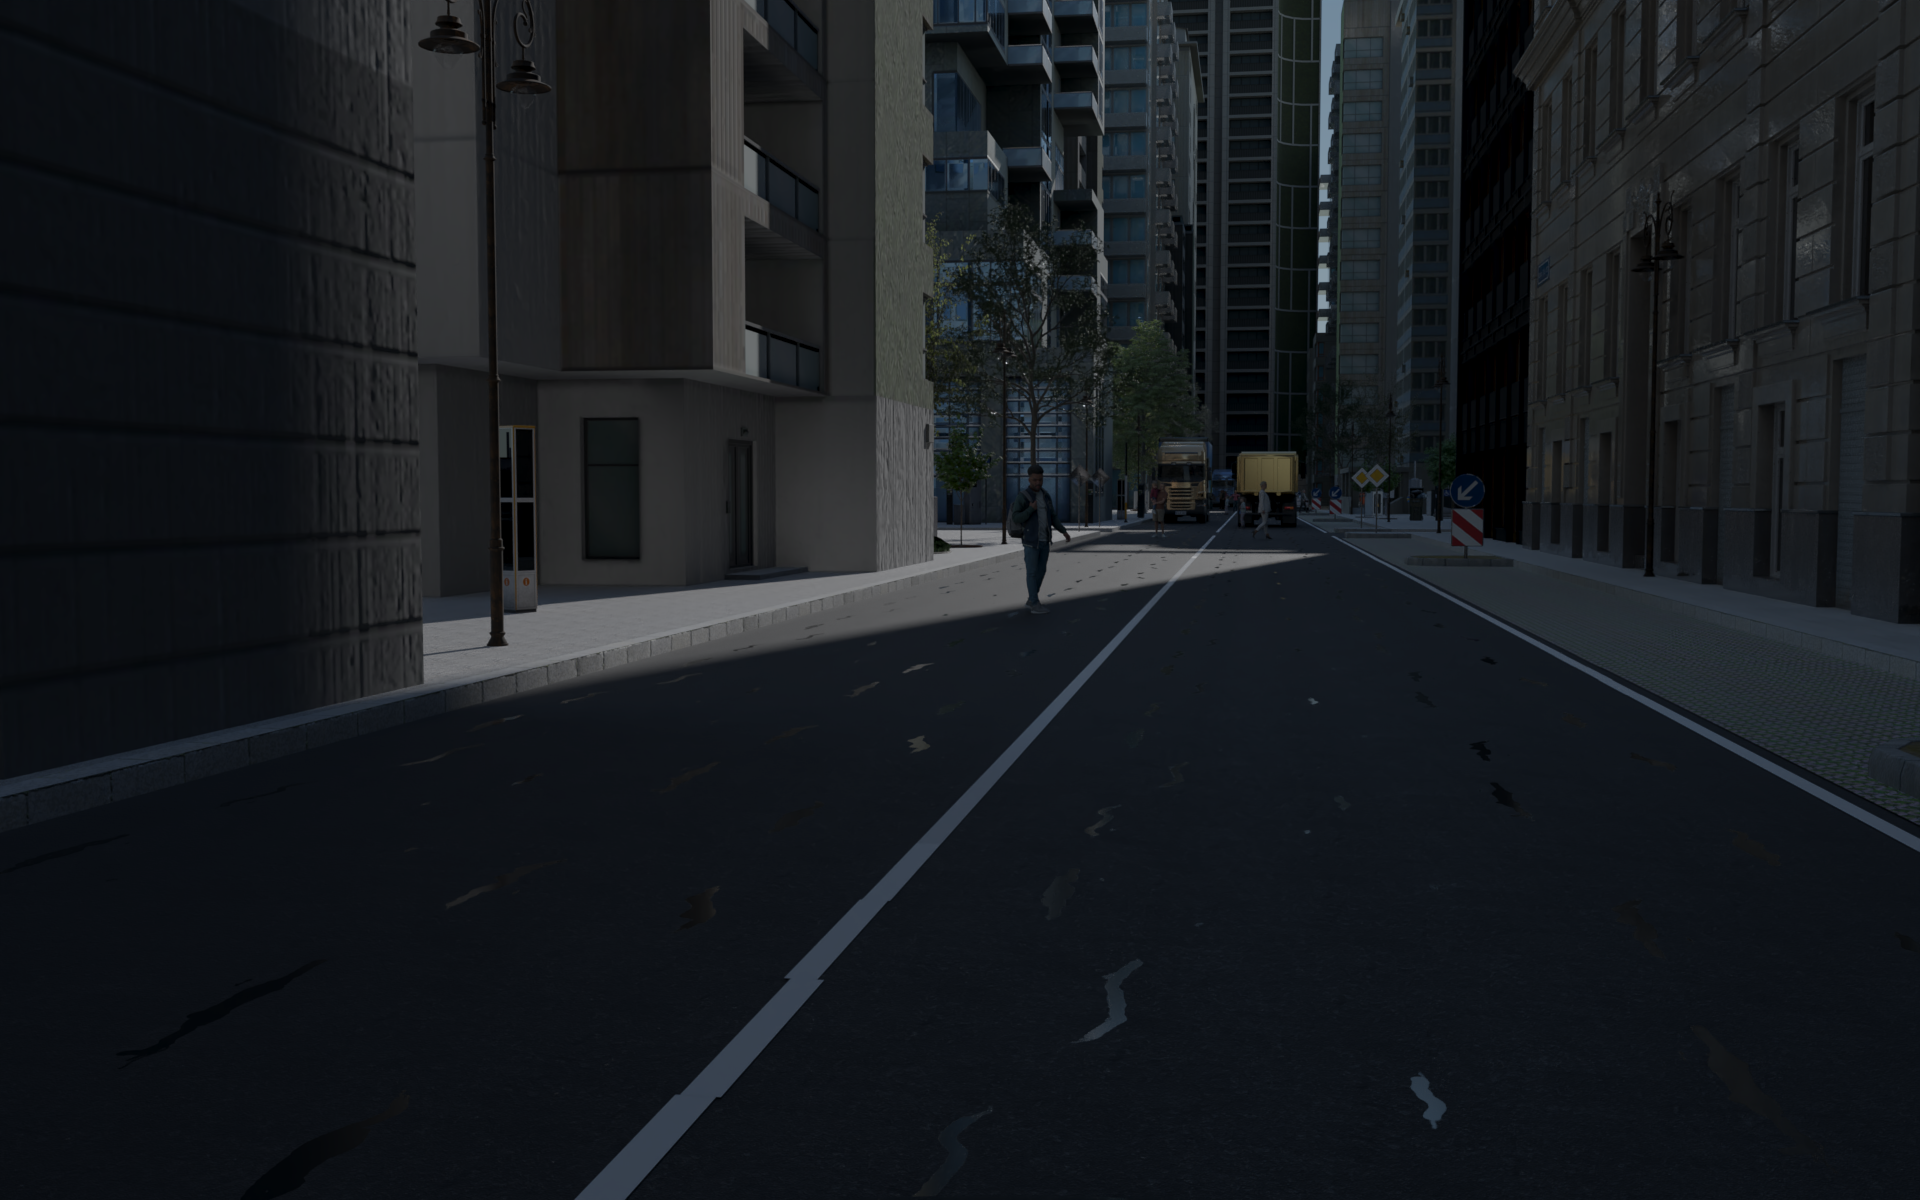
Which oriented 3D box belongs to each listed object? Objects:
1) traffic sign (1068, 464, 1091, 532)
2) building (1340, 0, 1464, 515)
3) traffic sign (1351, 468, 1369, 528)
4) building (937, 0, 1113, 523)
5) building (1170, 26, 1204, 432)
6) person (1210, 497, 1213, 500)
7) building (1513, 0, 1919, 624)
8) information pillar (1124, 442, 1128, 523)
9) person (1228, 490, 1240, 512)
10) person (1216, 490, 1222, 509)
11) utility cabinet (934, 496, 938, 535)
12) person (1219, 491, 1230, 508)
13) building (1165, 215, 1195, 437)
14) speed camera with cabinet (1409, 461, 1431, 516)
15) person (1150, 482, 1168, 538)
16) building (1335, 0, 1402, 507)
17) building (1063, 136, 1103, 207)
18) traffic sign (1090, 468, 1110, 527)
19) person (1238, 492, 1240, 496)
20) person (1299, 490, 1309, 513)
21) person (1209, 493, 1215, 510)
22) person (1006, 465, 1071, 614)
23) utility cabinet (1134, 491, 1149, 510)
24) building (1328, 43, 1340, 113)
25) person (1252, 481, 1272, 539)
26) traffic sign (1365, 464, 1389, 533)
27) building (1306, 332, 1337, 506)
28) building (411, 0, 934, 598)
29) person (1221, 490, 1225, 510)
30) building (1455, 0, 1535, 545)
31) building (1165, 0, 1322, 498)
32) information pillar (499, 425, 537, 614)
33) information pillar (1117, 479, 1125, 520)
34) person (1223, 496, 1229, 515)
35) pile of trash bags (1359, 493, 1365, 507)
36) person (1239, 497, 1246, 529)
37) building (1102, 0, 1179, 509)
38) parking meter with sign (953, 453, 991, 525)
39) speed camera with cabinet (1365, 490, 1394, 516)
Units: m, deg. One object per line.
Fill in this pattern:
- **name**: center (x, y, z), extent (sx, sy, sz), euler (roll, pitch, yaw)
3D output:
- **traffic sign**: center (4.054, -3.376, 58.844), extent (0.795, 2.450, 0.064), euler (1, 4, 10)
- **building**: center (41.721, -25.742, 112.767), extent (32.217, 40.220, 23.993), euler (1, 4, 10)
- **traffic sign**: center (15.089, -3.757, 65.063), extent (0.795, 2.450, 0.064), euler (1, 4, 10)
- **building**: center (-2.567, -47.585, 90.681), extent (22.319, 86.520, 31.000), euler (1, 4, 10)
- **building**: center (14.282, -37.593, 203.892), extent (27.495, 52.752, 28.713), euler (1, 4, 10)
- **person**: center (21.265, -8.499, 148.240), extent (0.721, 1.735, 1.217), euler (3, 5, 44)
- **building**: center (16.840, -14.067, 27.262), extent (12.463, 27.353, 25.104), euler (1, 4, 10)
- **information pillar**: center (7.487, -5.307, 78.125), extent (0.183, 3.616, 0.504), euler (0, 4, 3)
- **person**: center (22.634, -8.136, 142.237), extent (1.217, 1.743, 0.721), euler (0, 4, 4)
- **person**: center (25.268, -9.727, 167.544), extent (0.705, 1.823, 1.348), euler (-3, 5, -42)
- **utility cabinet**: center (-1.161, -2.342, 49.450), extent (1.020, 1.237, 0.306), euler (-1, 4, -21)
- **person**: center (24.817, -9.364, 162.322), extent (1.217, 1.743, 0.721), euler (3, 4, 37)
- **building**: center (16.848, -24.923, 179.195), extent (14.160, 30.474, 14.107), euler (1, 4, 10)
- **speed camera with cabinet**: center (27.798, -6.652, 103.102), extent (2.038, 3.252, 0.660), euler (2, 4, 26)
- **person**: center (6.534, -2.976, 57.128), extent (0.580, 1.828, 0.573), euler (-1, 4, -12)
- **building**: center (38.815, -28.251, 145.498), extent (14.154, 41.232, 14.086), euler (1, 4, 10)
- **building**: center (2.484, -21.454, 122.469), extent (14.160, 30.474, 14.107), euler (1, 4, 10)
- **traffic sign**: center (5.385, -3.858, 66.718), extent (0.795, 2.450, 0.064), euler (1, 4, 10)
- **person**: center (24.088, -8.531, 148.702), extent (0.721, 1.735, 1.217), euler (1, 4, 9)
- **person**: center (26.123, -7.495, 131.448), extent (0.834, 1.777, 0.661), euler (2, 4, 27)
- **person**: center (22.811, -9.131, 157.802), extent (1.348, 1.822, 0.705), euler (-3, 5, -40)
- **person**: center (0.908, -0.732, 20.822), extent (0.721, 1.781, 0.623), euler (3, 5, 39)
- **utility cabinet**: center (14.046, -7.671, 134.092), extent (1.173, 1.500, 0.318), euler (-1, 4, -21)
- **building**: center (47.129, -33.523, 167.707), extent (23.786, 49.044, 30.456), euler (1, 4, 10)
- **person**: center (9.579, -2.848, 54.940), extent (0.818, 1.842, 0.514), euler (-1, 4, -17)
- **traffic sign**: center (13.758, -3.275, 57.189), extent (0.795, 2.450, 0.064), euler (1, 4, 10)
- **building**: center (54.059, -21.552, 197.421), extent (27.650, 21.520, 28.899), euler (1, 4, 10)
- **building**: center (-8.569, -20.980, 26.621), extent (14.154, 41.232, 14.086), euler (1, 4, 10)
- **person**: center (24.345, -9.280, 160.366), extent (0.705, 1.807, 1.348), euler (0, 4, 1)
- **building**: center (20.999, -13.318, 47.422), extent (12.332, 23.373, 15.834), euler (1, 4, 10)
- **building**: center (37.386, -48.490, 231.056), extent (20.611, 71.187, 20.563), euler (1, 4, 10)
- **information pillar**: center (-4.797, -0.871, 18.728), extent (0.304, 2.012, 0.304), euler (2, 4, 35)
- **information pillar**: center (8.089, -5.044, 86.968), extent (0.304, 2.012, 0.304), euler (3, 5, 41)
- **person**: center (18.407, -6.540, 119.705), extent (0.394, 1.301, 0.425), euler (0, 4, 6)
- **pile of trash bags**: center (30.644, -7.690, 135.486), extent (3.447, 1.369, 1.912), euler (-3, 5, -42)
- **person**: center (11.713, -3.616, 71.899), extent (0.394, 1.301, 0.425), euler (-1, 4, -17)
- **building**: center (8.254, -32.900, 157.521), extent (23.786, 49.044, 30.456), euler (1, 4, 10)
- **parking meter with sign**: center (0.493, -4.661, 72.461), extent (1.738, 3.016, 0.543), euler (-3, 5, -43)
- **speed camera with cabinet**: center (24.829, -6.611, 102.426), extent (2.038, 3.252, 0.660), euler (-3, 4, -38)
